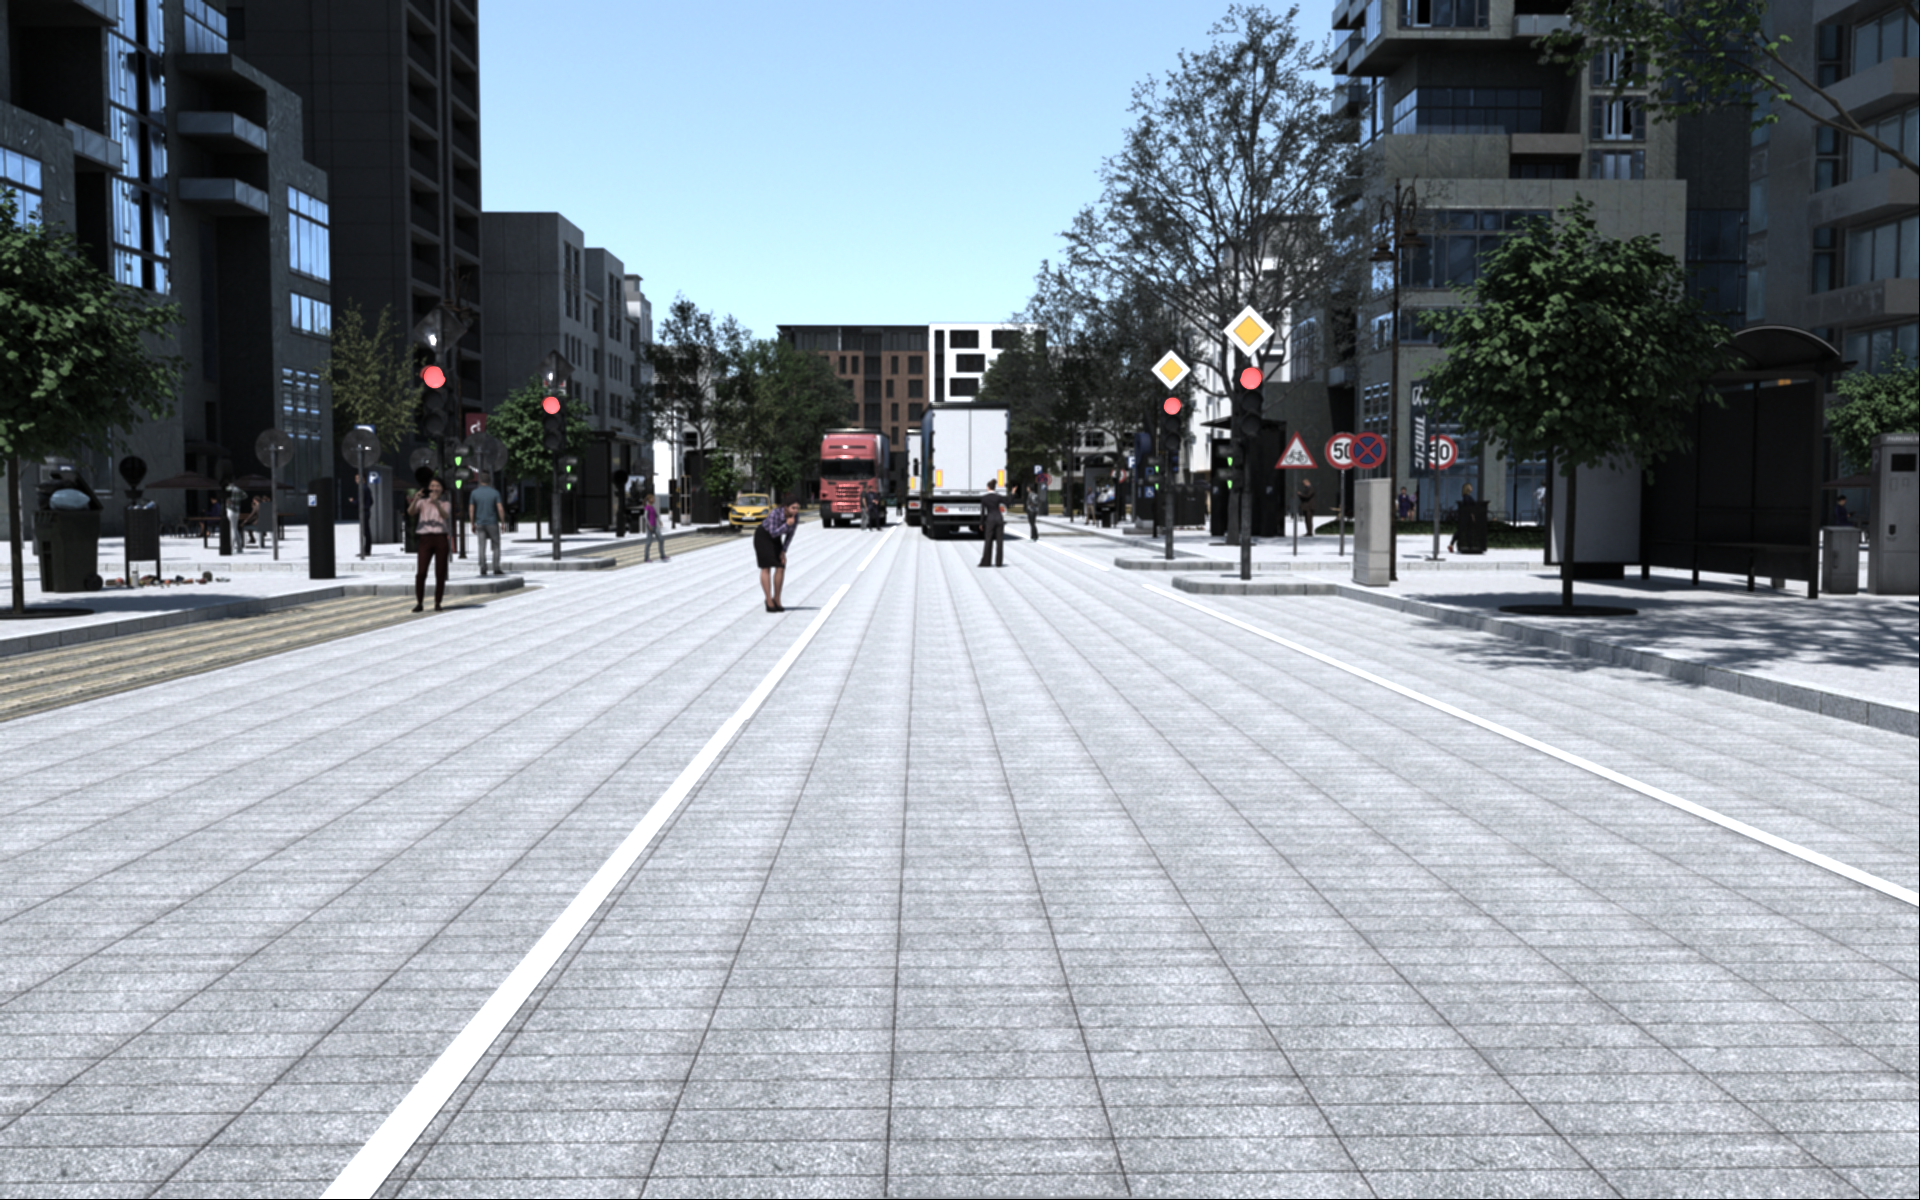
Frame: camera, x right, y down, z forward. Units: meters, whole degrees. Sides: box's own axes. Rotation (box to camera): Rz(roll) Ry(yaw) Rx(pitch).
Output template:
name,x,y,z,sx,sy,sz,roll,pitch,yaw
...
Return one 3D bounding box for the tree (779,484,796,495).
name,x,y,z,sx,sy,sz,roll,pitch,yaw
tree,-13.063,-8.280,129.971,1.663,3.219,1.824,0,3,0

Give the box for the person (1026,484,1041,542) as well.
name,x,y,z,sx,sy,sz,roll,pitch,yaw
person,2.200,-2.629,52.209,0.376,1.734,0.841,1,4,22

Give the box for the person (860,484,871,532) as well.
name,x,y,z,sx,sy,sz,roll,pitch,yaw
person,-3.621,-3.530,66.348,0.434,1.807,0.598,0,4,-3

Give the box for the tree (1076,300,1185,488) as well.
name,x,y,z,sx,sy,sz,roll,pitch,yaw
tree,6.391,-6.851,62.378,4.360,8.622,3.978,0,3,0

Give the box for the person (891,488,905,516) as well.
name,x,y,z,sx,sy,sz,roll,pitch,yaw
person,-3.980,-6.451,114.109,1.348,1.807,0.705,1,4,22

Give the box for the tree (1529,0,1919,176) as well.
name,x,y,z,sx,sy,sz,roll,pitch,yaw
tree,7.215,-5.232,11.297,9.928,11.665,9.643,0,3,0

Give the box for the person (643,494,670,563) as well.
name,x,y,z,sx,sy,sz,roll,pitch,yaw
person,-6.329,-1.504,36.318,0.776,1.435,0.726,1,4,14

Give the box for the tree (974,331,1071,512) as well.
name,x,y,z,sx,sy,sz,roll,pitch,yaw
tree,4.245,-12.411,121.043,7.486,12.596,7.792,0,3,0

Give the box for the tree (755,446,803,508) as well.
name,x,y,z,sx,sy,sz,roll,pitch,yaw
tree,-12.414,-8.182,117.495,4.285,4.588,4.351,0,3,0

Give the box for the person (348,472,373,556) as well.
name,x,y,z,sx,sy,sz,roll,pitch,yaw
person,-12.386,-1.777,35.807,0.504,1.737,0.576,-1,4,-20

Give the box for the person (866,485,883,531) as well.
name,x,y,z,sx,sy,sz,roll,pitch,yaw
person,-3.359,-3.595,67.731,0.683,1.767,0.568,-2,4,-26

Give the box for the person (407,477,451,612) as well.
name,x,y,z,sx,sy,sz,roll,pitch,yaw
person,-6.401,-0.675,21.001,0.517,1.644,0.566,2,4,30

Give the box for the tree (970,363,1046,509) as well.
name,x,y,z,sx,sy,sz,roll,pitch,yaw
tree,3.828,-14.166,148.617,9.611,12.733,9.660,0,3,0

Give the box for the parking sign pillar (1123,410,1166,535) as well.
name,x,y,z,sx,sy,sz,roll,pitch,yaw
parking sign pillar,5.885,-4.058,54.822,1.447,3.967,1.447,0,4,-6

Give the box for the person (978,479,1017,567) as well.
name,x,y,z,sx,sy,sz,roll,pitch,yaw
person,0.741,-1.518,34.116,0.742,1.727,0.445,-2,4,-34

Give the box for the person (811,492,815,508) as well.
name,x,y,z,sx,sy,sz,roll,pitch,yaw
person,-13.640,-9.199,159.667,0.599,1.433,0.991,-1,4,-9

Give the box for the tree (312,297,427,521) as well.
name,x,y,z,sx,sy,sz,roll,pitch,yaw
tree,-22.240,-7.058,65.765,4.737,8.622,4.395,0,3,0

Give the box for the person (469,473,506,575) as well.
name,x,y,z,sx,sy,sz,roll,pitch,yaw
person,-8.335,-1.344,30.604,0.598,1.807,0.434,0,4,5

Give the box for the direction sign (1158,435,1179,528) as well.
name,x,y,z,sx,sy,sz,roll,pitch,yaw
direction sign,7.889,-4.506,65.677,0.876,3.537,0.379,2,4,32

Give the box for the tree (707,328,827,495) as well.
name,x,y,z,sx,sy,sz,roll,pitch,yaw
tree,-12.087,-11.172,108.422,9.928,11.665,9.643,0,3,0

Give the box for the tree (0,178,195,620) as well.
name,x,y,z,sx,sy,sz,roll,pitch,yaw
tree,-10.040,-2.109,18.190,4.285,4.588,4.351,0,3,0

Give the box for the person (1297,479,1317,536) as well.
name,x,y,z,sx,sy,sz,roll,pitch,yaw
person,10.526,-2.807,52.625,0.600,1.739,0.565,-2,4,-30

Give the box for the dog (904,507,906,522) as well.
name,x,y,z,sx,sy,sz,roll,pitch,yaw
dog,-2.769,-4.332,87.666,0.513,0.831,0.800,2,4,35

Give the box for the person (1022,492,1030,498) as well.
name,x,y,z,sx,sy,sz,roll,pitch,yaw
person,6.633,-10.010,169.793,1.348,1.812,0.705,-2,4,-33

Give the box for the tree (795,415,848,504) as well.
name,x,y,z,sx,sy,sz,roll,pitch,yaw
tree,-13.739,-14.618,173.419,8.767,10.594,7.601,1,4,19

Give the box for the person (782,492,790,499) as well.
name,x,y,z,sx,sy,sz,roll,pitch,yaw
person,-16.391,-9.693,164.480,1.348,1.831,0.705,-3,4,-36

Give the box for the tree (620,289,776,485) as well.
name,x,y,z,sx,sy,sz,roll,pitch,yaw
tree,-12.108,-8.885,79.690,7.601,10.594,8.767,-1,4,-13

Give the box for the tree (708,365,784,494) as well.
name,x,y,z,sx,sy,sz,roll,pitch,yaw
tree,-11.973,-9.063,98.549,4.737,8.622,4.395,0,3,0

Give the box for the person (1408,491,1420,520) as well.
name,x,y,z,sx,sy,sz,roll,pitch,yaw
person,20.317,-4.181,77.630,0.421,1.427,0.697,-2,4,-31

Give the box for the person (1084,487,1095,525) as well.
name,x,y,z,sx,sy,sz,roll,pitch,yaw
person,5.385,-3.885,71.621,0.516,1.574,0.319,3,4,38

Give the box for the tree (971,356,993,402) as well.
name,x,y,z,sx,sy,sz,roll,pitch,yaw
tree,5.988,-11.303,95.168,12.009,13.543,11.850,0,3,0

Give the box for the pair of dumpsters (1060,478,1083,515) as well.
name,x,y,z,sx,sy,sz,roll,pitch,yaw
pair of dumpsters,7.086,-6.347,106.263,1.574,2.255,4.437,0,4,-1

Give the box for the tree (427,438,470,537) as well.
name,x,y,z,sx,sy,sz,roll,pitch,yaw
tree,-15.540,-3.539,52.460,1.663,3.219,1.824,0,3,0

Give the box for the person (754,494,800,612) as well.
name,x,y,z,sx,sy,sz,roll,pitch,yaw
person,-2.182,-0.563,20.933,0.697,1.427,0.421,3,5,44

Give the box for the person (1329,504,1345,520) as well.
name,x,y,z,sx,sy,sz,roll,pitch,yaw
person,17.179,-3.963,78.755,0.695,0.859,0.347,-1,4,-12

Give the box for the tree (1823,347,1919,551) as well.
name,x,y,z,sx,sy,sz,roll,pitch,yaw
tree,21.128,-3.380,38.971,4.285,4.588,4.351,0,3,0

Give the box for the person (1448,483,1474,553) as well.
name,x,y,z,sx,sy,sz,roll,pitch,yaw
person,10.996,-1.788,37.825,0.613,1.512,0.480,0,4,5

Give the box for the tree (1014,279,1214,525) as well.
name,x,y,z,sx,sy,sz,roll,pitch,yaw
tree,6.751,-8.410,71.922,7.601,10.594,8.767,2,4,25

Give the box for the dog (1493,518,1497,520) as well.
name,x,y,z,sx,sy,sz,roll,pitch,yaw
dog,19.798,-2.869,64.638,0.550,0.427,0.748,-1,4,-19

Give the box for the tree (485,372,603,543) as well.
name,x,y,z,sx,sy,sz,roll,pitch,yaw
tree,-11.210,-3.830,46.329,4.285,4.588,4.351,0,3,0

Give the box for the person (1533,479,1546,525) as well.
name,x,y,z,sx,sy,sz,roll,pitch,yaw
person,17.098,-2.696,50.845,0.376,1.734,0.841,0,4,6

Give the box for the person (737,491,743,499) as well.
name,x,y,z,sx,sy,sz,roll,pitch,yaw
person,-15.657,-7.129,123.275,0.551,1.740,0.621,3,5,42

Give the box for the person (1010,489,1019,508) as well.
name,x,y,z,sx,sy,sz,roll,pitch,yaw
person,4.986,-9.720,165.048,1.350,1.814,0.705,-1,4,-18

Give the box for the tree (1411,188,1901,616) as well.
name,x,y,z,sx,sy,sz,roll,pitch,yaw
tree,6.642,-2.137,18.653,4.285,4.588,4.351,0,3,0

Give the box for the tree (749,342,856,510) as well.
name,x,y,z,sx,sy,sz,roll,pitch,yaw
tree,-13.025,-14.443,142.805,9.857,13.997,8.962,0,3,0

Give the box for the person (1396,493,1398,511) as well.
name,x,y,z,sx,sy,sz,roll,pitch,yaw
person,14.706,-3.010,59.169,0.435,1.345,0.340,0,4,-7

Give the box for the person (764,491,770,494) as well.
name,x,y,z,sx,sy,sz,roll,pitch,yaw
person,-20.171,-10.653,181.019,0.742,1.727,0.445,1,4,13

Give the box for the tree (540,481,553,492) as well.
name,x,y,z,sx,sy,sz,roll,pitch,yaw
tree,-23.026,-6.291,97.456,1.663,3.219,1.824,0,3,0

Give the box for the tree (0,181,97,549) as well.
name,x,y,z,sx,sy,sz,roll,pitch,yaw
tree,-21.832,-5.485,40.045,4.360,8.622,3.978,0,3,0

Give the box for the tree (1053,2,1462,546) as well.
name,x,y,z,sx,sy,sz,roll,pitch,yaw
tree,6.950,-8.100,42.801,12.009,13.543,11.850,0,3,0

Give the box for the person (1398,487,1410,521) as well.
name,x,y,z,sx,sy,sz,roll,pitch,yaw
person,16.165,-3.335,62.935,0.453,1.535,0.546,-1,4,-20

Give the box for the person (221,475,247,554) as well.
name,x,y,z,sx,sy,sz,roll,pitch,yaw
person,-15.658,-1.865,37.262,0.376,1.734,0.841,0,4,7
